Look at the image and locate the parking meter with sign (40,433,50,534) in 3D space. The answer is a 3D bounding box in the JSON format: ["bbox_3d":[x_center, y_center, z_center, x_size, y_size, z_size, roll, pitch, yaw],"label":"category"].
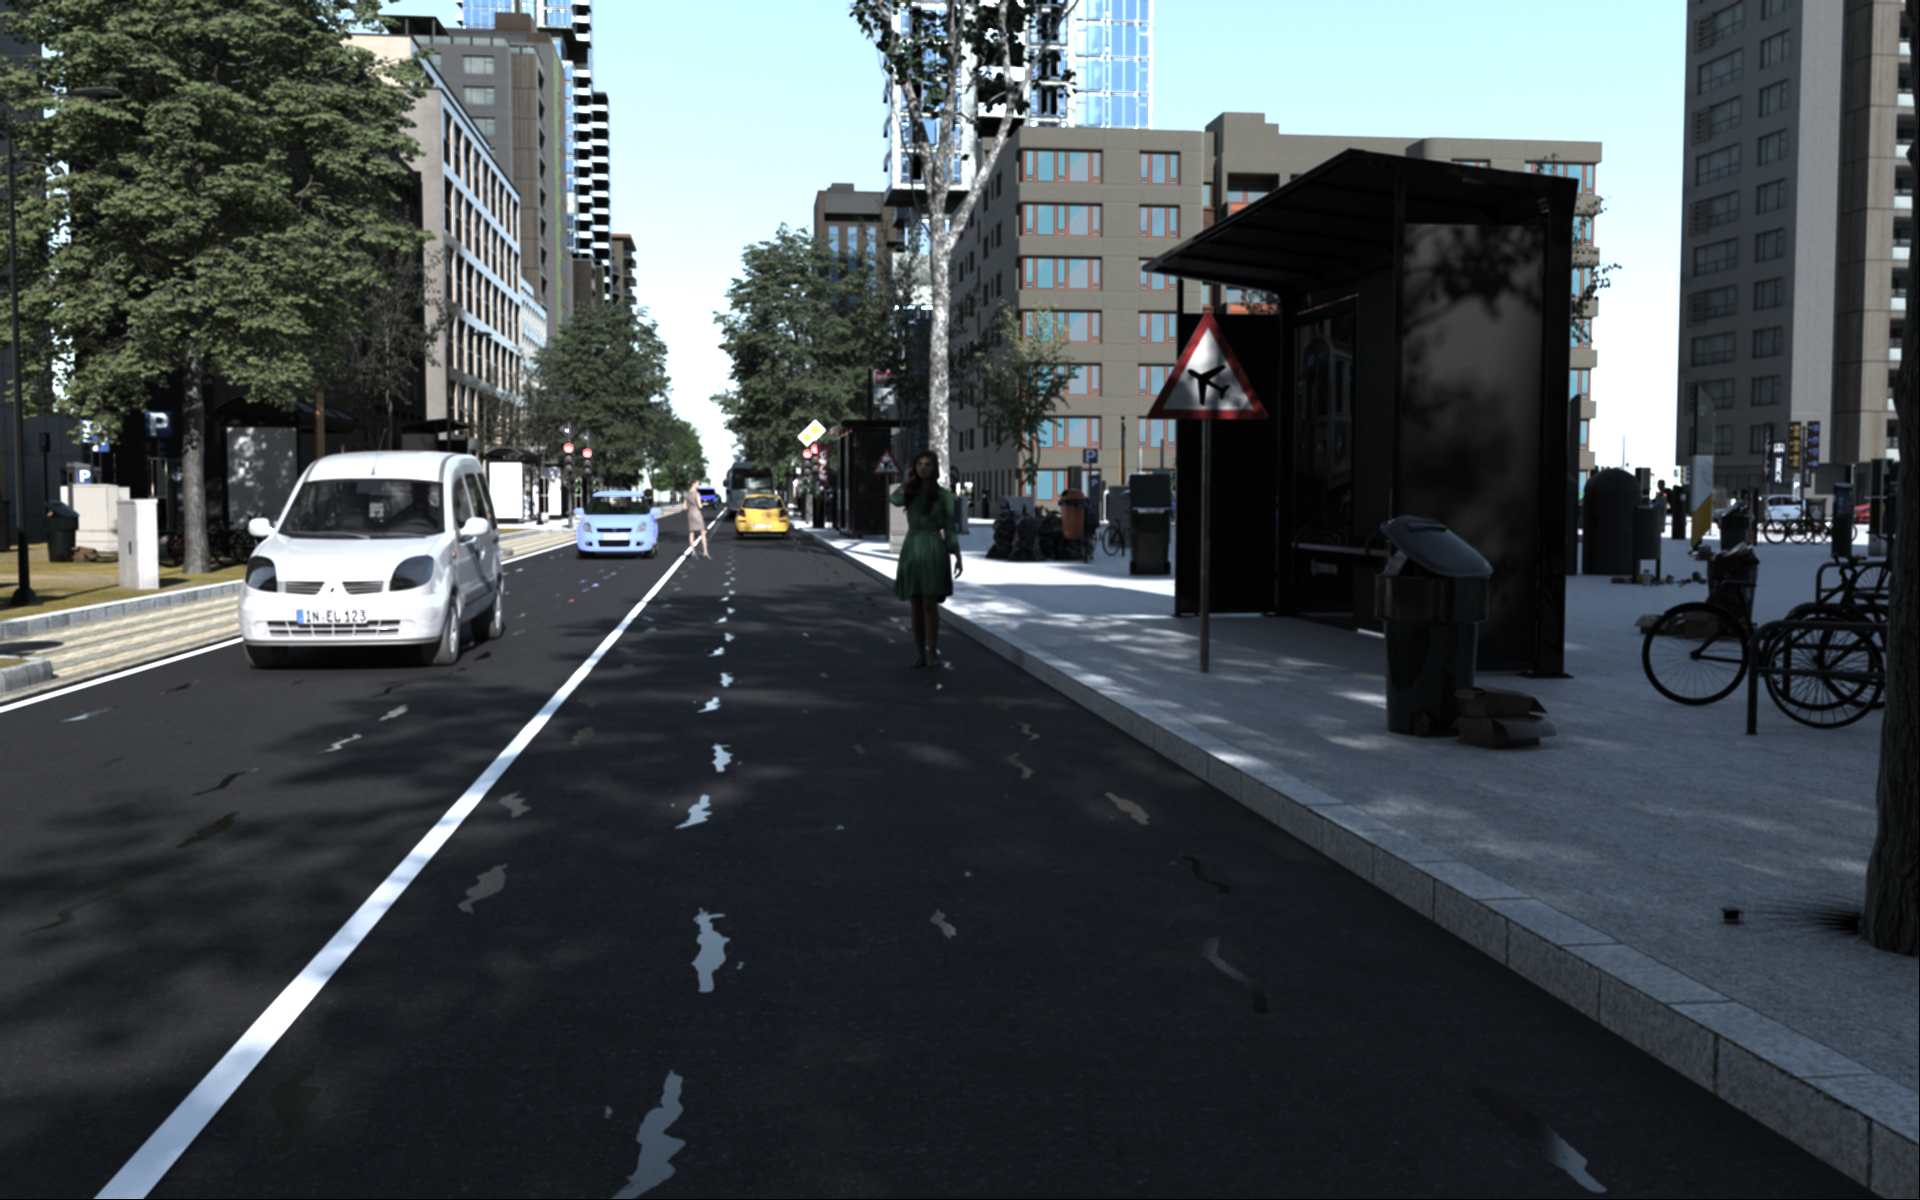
[{"bbox_3d":[-25.509,-3.288,50.021,0.543,3.016,1.738,3,5,44],"label":"parking meter with sign"}]

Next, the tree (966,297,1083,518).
[{"bbox_3d":[2.474,-6.948,63.964,4.737,8.622,4.395,0,3,0],"label":"tree"}]

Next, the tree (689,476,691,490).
[{"bbox_3d":[-40.031,-16.054,246.187,4.285,4.588,4.351,0,3,0],"label":"tree"}]

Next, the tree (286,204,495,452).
[{"bbox_3d":[-14.658,-5.694,43.457,4.360,8.622,3.978,0,3,0],"label":"tree"}]

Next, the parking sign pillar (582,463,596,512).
[{"bbox_3d":[-24.952,-7.892,117.504,1.447,3.967,1.447,-1,4,-21],"label":"parking sign pillar"}]

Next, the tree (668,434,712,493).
[{"bbox_3d":[-47.679,-23.556,302.155,9.611,12.733,9.660,0,3,0],"label":"tree"}]

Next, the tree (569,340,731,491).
[{"bbox_3d":[-26.523,-13.923,138.014,12.009,13.543,11.850,0,3,0],"label":"tree"}]

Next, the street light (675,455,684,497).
[{"bbox_3d":[-34.288,-14.408,208.109,1.470,5.913,1.316,0,4,-7],"label":"street light"}]

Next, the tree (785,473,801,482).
[{"bbox_3d":[-12.878,-8.590,135.051,1.663,3.219,1.824,0,3,0],"label":"tree"}]

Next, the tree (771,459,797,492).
[{"bbox_3d":[-17.173,-11.251,167.667,4.285,4.588,4.351,0,3,0],"label":"tree"}]

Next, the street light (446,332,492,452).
[{"bbox_3d":[-14.095,-4.716,49.650,1.470,5.913,1.316,0,4,-7],"label":"street light"}]

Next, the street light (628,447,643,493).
[{"bbox_3d":[-24.604,-9.720,131.458,1.470,5.913,1.316,0,4,-7],"label":"street light"}]

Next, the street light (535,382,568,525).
[{"bbox_3d":[-16.924,-6.075,71.873,1.470,5.913,1.316,0,4,-7],"label":"street light"}]

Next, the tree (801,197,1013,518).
[{"bbox_3d":[-1.124,-5.697,43.506,4.360,8.622,3.978,0,3,0],"label":"tree"}]

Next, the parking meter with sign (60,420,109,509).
[{"bbox_3d":[-20.992,-2.760,41.394,0.543,3.016,1.738,-3,5,-43],"label":"parking meter with sign"}]

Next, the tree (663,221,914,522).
[{"bbox_3d":[-7.010,-10.641,80.639,9.857,13.997,8.962,0,3,0],"label":"tree"}]

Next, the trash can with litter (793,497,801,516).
[{"bbox_3d":[-8.889,-5.522,101.342,2.233,1.210,1.678,0,4,2],"label":"trash can with litter"}]

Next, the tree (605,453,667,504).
[{"bbox_3d":[-24.823,-8.778,127.229,4.285,4.588,4.351,0,3,0],"label":"tree"}]

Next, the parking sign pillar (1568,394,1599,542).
[{"bbox_3d":[16.112,-3.556,46.613,1.447,3.967,1.447,-3,4,-37],"label":"parking sign pillar"}]

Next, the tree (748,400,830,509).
[{"bbox_3d":[-13.658,-12.613,140.629,7.601,10.594,8.767,-1,4,-11],"label":"tree"}]

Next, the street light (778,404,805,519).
[{"bbox_3d":[-8.433,-7.064,88.037,1.470,5.913,1.316,0,4,-7],"label":"street light"}]

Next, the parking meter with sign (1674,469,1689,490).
[{"bbox_3d":[50.169,-7.534,119.436,0.543,3.016,1.738,-3,5,-41],"label":"parking meter with sign"}]

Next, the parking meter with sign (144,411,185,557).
[{"bbox_3d":[-16.337,-2.434,36.060,1.738,3.016,0.543,3,5,44],"label":"parking meter with sign"}]

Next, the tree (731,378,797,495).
[{"bbox_3d":[-18.914,-16.433,179.056,12.009,13.543,11.850,0,3,0],"label":"tree"}]

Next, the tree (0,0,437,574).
[{"bbox_3d":[-11.986,-6.707,27.793,7.486,12.596,7.792,0,3,0],"label":"tree"}]

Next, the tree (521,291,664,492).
[{"bbox_3d":[-22.808,-12.376,109.010,9.857,13.997,8.962,0,3,0],"label":"tree"}]

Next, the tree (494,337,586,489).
[{"bbox_3d":[-19.793,-8.035,81.741,4.360,8.622,3.978,0,3,0],"label":"tree"}]

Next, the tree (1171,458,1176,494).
[{"bbox_3d":[10.356,-5.284,80.987,1.663,3.219,1.824,0,3,0],"label":"tree"}]

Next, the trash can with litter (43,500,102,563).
[{"bbox_3d":[-16.730,-1.303,32.698,1.055,1.170,0.624,1,4,13],"label":"trash can with litter"}]

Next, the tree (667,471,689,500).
[{"bbox_3d":[-37.047,-14.160,215.234,4.285,4.588,4.351,0,3,0],"label":"tree"}]

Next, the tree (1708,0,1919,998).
[{"bbox_3d":[2.958,-4.823,4.607,9.928,11.665,9.643,0,3,0],"label":"tree"}]

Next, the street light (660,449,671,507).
[{"bbox_3d":[-30.487,-12.585,178.311,1.470,5.913,1.316,0,4,-7],"label":"street light"}]

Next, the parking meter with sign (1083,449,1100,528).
[{"bbox_3d":[5.083,-4.278,66.213,0.543,3.016,1.738,0,4,-3],"label":"parking meter with sign"}]

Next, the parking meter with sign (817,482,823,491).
[{"bbox_3d":[-8.707,-6.755,106.699,1.738,3.016,0.543,3,5,41],"label":"parking meter with sign"}]

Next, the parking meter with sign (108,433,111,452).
[{"bbox_3d":[-24.405,-3.194,48.476,0.543,3.016,1.738,0,4,-3],"label":"parking meter with sign"}]

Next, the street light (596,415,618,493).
[{"bbox_3d":[-20.766,-7.898,101.665,1.470,5.913,1.316,0,4,-7],"label":"street light"}]

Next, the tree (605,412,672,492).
[{"bbox_3d":[-30.617,-13.957,162.605,7.601,10.594,8.767,-3,4,-38],"label":"tree"}]

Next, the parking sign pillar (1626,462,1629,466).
[{"bbox_3d":[56.018,-9.643,146.136,1.447,3.967,1.447,2,4,34],"label":"parking sign pillar"}]

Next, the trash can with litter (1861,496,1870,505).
[{"bbox_3d":[54.182,-5.789,105.714,1.678,1.210,2.233,-1,4,-17],"label":"trash can with litter"}]

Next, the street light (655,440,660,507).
[{"bbox_3d":[-26.608,-10.720,147.817,1.470,5.913,1.316,0,4,-7],"label":"street light"}]

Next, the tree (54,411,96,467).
[{"bbox_3d":[-30.623,-4.537,57.886,4.285,4.588,4.351,0,3,0],"label":"tree"}]

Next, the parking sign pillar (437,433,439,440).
[{"bbox_3d":[-22.047,-5.101,71.867,1.447,3.967,1.447,2,4,26],"label":"parking sign pillar"}]

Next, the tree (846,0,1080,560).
[{"bbox_3d":[1.092,-10.614,29.431,12.611,20.169,13.585,0,3,0],"label":"tree"}]

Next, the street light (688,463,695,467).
[{"bbox_3d":[-40.982,-17.587,260.087,1.470,5.913,1.316,0,4,-7],"label":"street light"}]

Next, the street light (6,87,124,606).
[{"bbox_3d":[-10.248,-2.894,19.858,1.470,5.913,1.316,0,4,-7],"label":"street light"}]

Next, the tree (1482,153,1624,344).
[{"bbox_3d":[11.874,-5.313,37.231,4.360,8.622,3.978,0,3,0],"label":"tree"}]

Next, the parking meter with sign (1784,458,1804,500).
[{"bbox_3d":[40.214,-5.345,83.654,0.543,3.016,1.738,-1,4,-9],"label":"parking meter with sign"}]

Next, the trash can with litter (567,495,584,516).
[{"bbox_3d":[-22.631,-5.462,100.357,1.678,1.210,2.233,0,4,3],"label":"trash can with litter"}]

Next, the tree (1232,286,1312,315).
[{"bbox_3d":[8.998,-6.006,48.552,4.360,8.622,3.978,0,3,0],"label":"tree"}]
